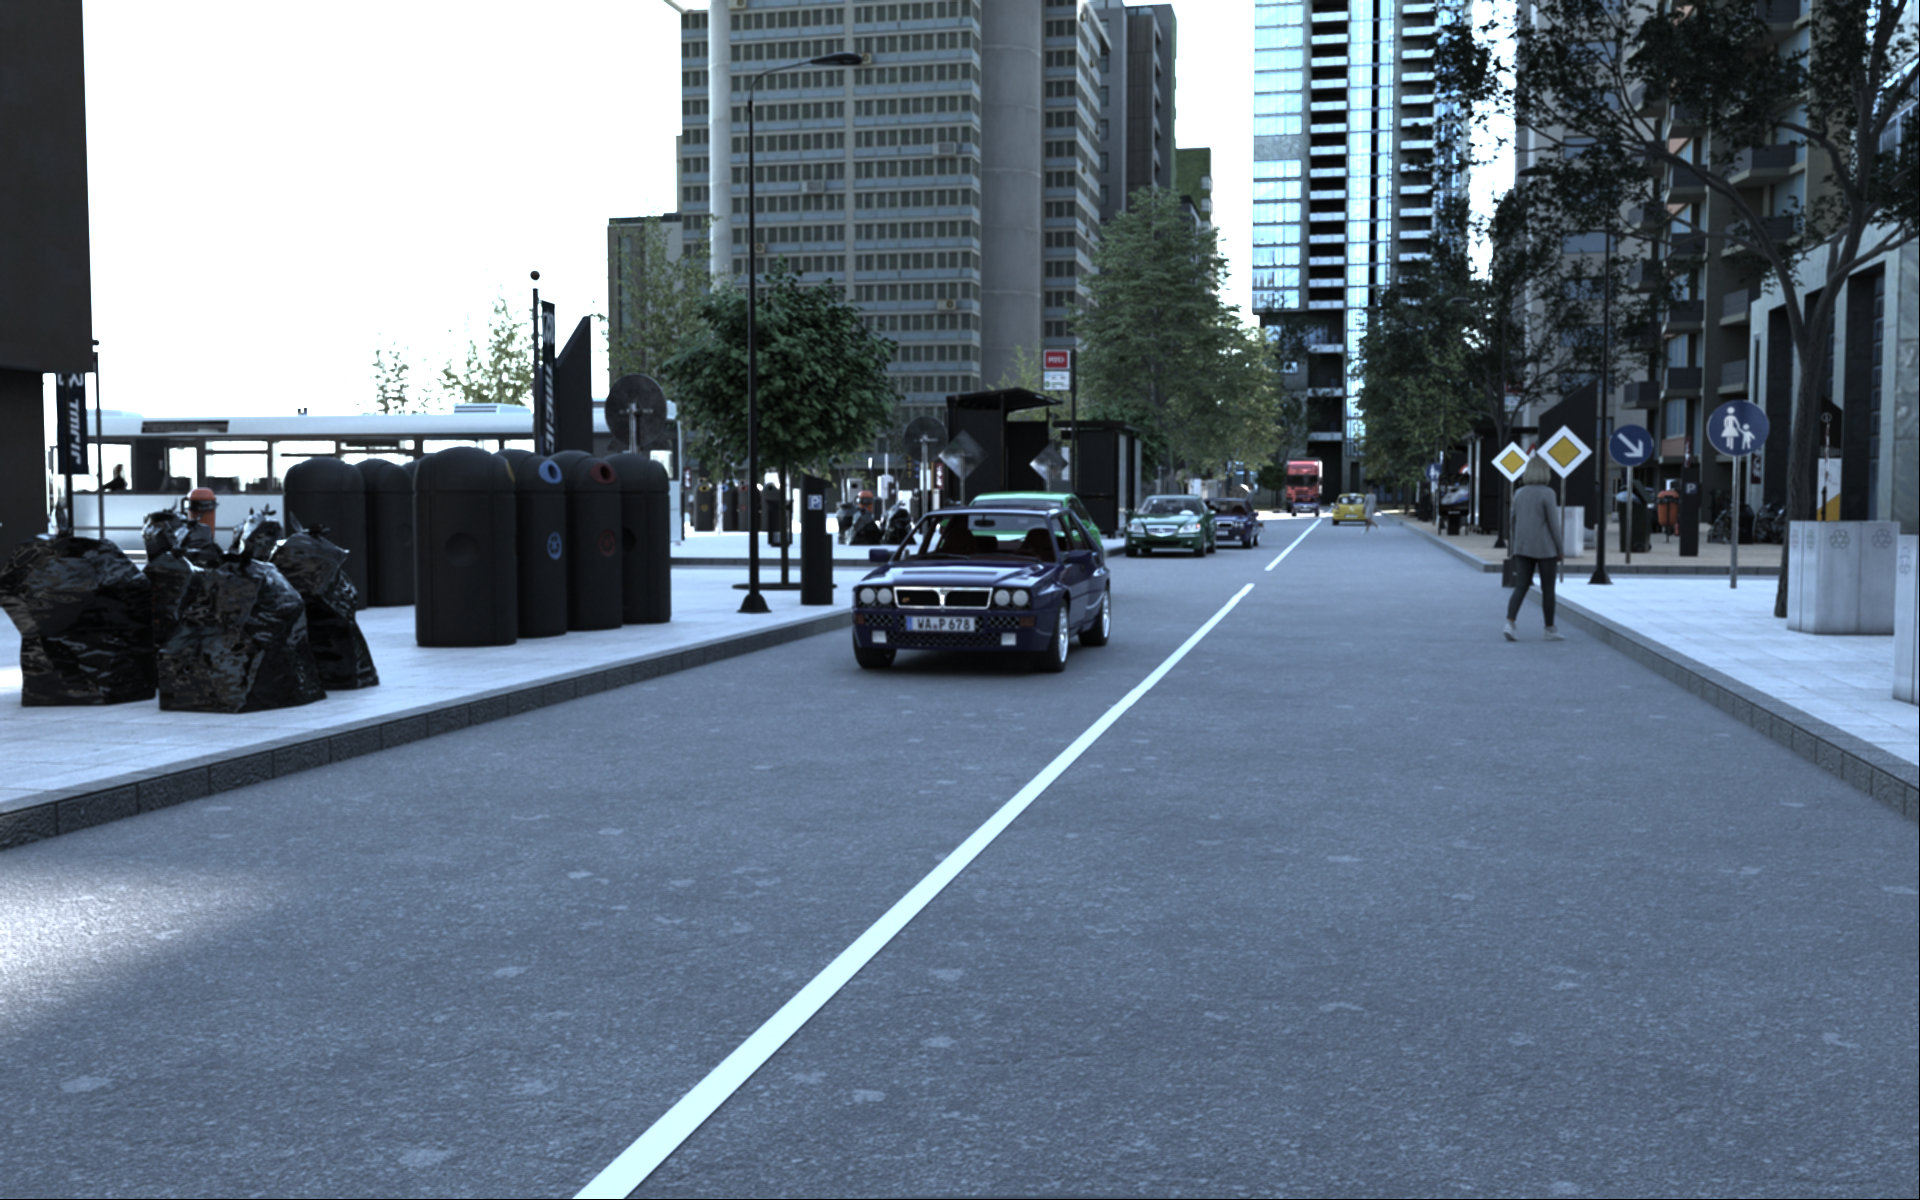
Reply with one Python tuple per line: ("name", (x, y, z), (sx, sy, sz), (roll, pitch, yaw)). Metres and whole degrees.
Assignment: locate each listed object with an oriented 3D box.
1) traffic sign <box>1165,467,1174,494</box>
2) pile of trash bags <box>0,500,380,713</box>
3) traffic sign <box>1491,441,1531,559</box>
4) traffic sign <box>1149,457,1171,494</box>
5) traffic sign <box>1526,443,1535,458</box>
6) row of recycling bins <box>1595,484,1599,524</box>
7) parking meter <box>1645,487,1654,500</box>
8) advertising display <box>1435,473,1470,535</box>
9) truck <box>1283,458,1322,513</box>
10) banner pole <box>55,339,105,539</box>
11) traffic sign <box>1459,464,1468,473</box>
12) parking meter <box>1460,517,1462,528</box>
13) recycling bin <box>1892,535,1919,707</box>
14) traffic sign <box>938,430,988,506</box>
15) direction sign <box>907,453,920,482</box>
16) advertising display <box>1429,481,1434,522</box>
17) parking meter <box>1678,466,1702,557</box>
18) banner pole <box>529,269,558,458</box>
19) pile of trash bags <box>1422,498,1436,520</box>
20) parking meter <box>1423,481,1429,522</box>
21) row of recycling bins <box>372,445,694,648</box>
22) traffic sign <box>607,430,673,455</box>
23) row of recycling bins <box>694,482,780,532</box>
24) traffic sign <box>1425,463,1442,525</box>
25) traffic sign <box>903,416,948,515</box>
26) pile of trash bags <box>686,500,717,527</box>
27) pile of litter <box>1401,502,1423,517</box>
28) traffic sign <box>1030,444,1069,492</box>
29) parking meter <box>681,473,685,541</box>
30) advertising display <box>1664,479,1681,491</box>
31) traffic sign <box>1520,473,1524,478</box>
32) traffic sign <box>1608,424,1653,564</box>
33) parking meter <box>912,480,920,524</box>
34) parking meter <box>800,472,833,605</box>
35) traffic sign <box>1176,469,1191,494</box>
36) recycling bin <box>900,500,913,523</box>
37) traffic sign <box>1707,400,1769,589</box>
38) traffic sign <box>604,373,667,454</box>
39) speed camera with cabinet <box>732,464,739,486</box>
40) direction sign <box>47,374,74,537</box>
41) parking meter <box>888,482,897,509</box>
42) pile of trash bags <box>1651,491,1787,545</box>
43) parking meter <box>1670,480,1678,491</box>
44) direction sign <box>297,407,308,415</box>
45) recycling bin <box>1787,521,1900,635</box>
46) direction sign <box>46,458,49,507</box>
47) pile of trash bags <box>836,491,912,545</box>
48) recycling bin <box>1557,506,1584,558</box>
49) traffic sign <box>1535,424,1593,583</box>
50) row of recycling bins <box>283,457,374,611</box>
("traffic sign", (8.789, -4.542, 74.359), (0.768, 2.556, 0.104), (1, 4, 20))
("pile of trash bags", (-5.526, -0.096, 11.317), (3.447, 1.369, 1.912), (1, 4, 17))
("traffic sign", (10.461, -1.786, 32.844), (0.795, 2.450, 0.064), (1, 4, 13))
("traffic sign", (6.835, -3.617, 59.251), (0.768, 2.556, 0.104), (1, 4, 18))
("traffic sign", (14.596, -2.702, 44.174), (0.884, 2.594, 0.081), (1, 4, 19))
("row of recycling bins", (25.952, -4.112, 74.342), (3.534, 1.692, 1.069), (0, 4, -6))
("parking meter", (26.321, -3.534, 66.186), (0.372, 1.533, 0.369), (0, 3, 0))
("advertising display", (15.352, -2.975, 53.851), (0.974, 1.923, 0.123), (0, 4, -3))
("truck", (26.879, -8.954, 135.315), (2.839, 4.237, 11.283), (1, 4, 13))
("banner pole", (-14.083, -2.314, 27.843), (0.863, 3.779, 0.401), (-3, 5, -39))
("traffic sign", (21.399, -4.451, 72.881), (0.768, 2.556, 0.104), (1, 4, 19))
("parking meter", (18.562, -3.607, 64.680), (0.399, 1.863, 0.255), (2, 4, 32))
("recycling bin", (6.161, 0.127, 10.472), (0.722, 1.027, 0.722), (0, 4, 8))
("traffic sign", (0.041, -1.429, 27.005), (0.795, 2.450, 0.064), (1, 4, 13))
("direction sign", (-2.504, -6.137, 92.343), (0.876, 3.537, 0.379), (3, 4, 38))
("advertising display", (21.817, -4.490, 78.619), (0.974, 1.923, 0.123), (0, 4, 2))
("parking meter", (15.036, -1.830, 35.629), (0.399, 1.863, 0.255), (1, 4, 22))
("banner pole", (-4.707, -1.812, 19.644), (0.401, 3.779, 0.863), (0, 4, 8))
("pile of trash bags", (24.375, -4.741, 87.275), (1.912, 1.369, 3.447), (2, 4, 25))
("parking meter", (21.412, -4.517, 79.570), (0.255, 1.863, 0.399), (1, 4, 19))
("row of recycling bins", (-3.818, -0.547, 16.060), (1.069, 1.692, 3.534), (1, 4, 19))
("traffic sign", (-3.956, -1.306, 21.353), (0.884, 2.594, 0.081), (1, 4, 15))
("row of recycling bins", (-7.548, -3.180, 59.112), (3.534, 1.692, 1.069), (2, 4, 25))
("traffic sign", (19.356, -4.315, 70.651), (0.768, 2.556, 0.104), (1, 4, 13))
("traffic sign", (-0.571, -1.719, 28.208), (0.768, 2.556, 0.104), (1, 4, 17))
("pile of trash bags", (-10.264, -3.611, 68.790), (3.447, 1.369, 1.912), (2, 4, 30))
("pile of litter", (25.286, -5.018, 96.009), (1.719, 0.858, 1.176), (1, 4, 12))
("traffic sign", (1.785, -1.906, 34.798), (0.795, 2.450, 0.064), (1, 4, 13))
("parking meter", (-7.729, -2.573, 47.776), (0.255, 1.863, 0.399), (-1, 4, -10))
("advertising display", (29.745, -4.089, 72.070), (0.974, 1.923, 0.123), (-1, 4, -11))
("traffic sign", (20.044, -3.829, 62.714), (0.768, 2.556, 0.104), (1, 4, 22))
("traffic sign", (12.299, -1.939, 31.814), (0.768, 2.556, 0.104), (1, 4, 22))
("parking meter", (-1.776, -4.049, 71.905), (0.399, 1.863, 0.255), (2, 4, 25))
("parking meter", (-1.663, -0.714, 20.080), (0.372, 1.533, 0.369), (0, 3, 0))
("traffic sign", (11.209, -5.322, 87.116), (0.768, 2.556, 0.104), (1, 4, 18))
("recycling bin", (-2.365, -4.017, 78.238), (0.722, 1.027, 0.722), (0, 4, -2))
("traffic sign", (10.514, -1.429, 23.466), (0.768, 2.556, 0.104), (1, 4, 21))
("traffic sign", (-3.443, -1.114, 18.320), (0.768, 2.556, 0.104), (1, 4, 22))
("speed camera with cabinet", (-14.671, -6.872, 106.686), (2.038, 3.252, 0.660), (0, 4, 2))
("direction sign", (-11.600, -1.868, 22.538), (0.379, 3.537, 0.876), (-2, 4, -25))
("parking meter", (-3.258, -4.756, 83.471), (0.399, 1.863, 0.255), (-2, 4, -27))
("pile of trash bags", (19.896, -2.154, 44.963), (3.447, 1.369, 1.912), (1, 4, 20))
("parking meter", (28.692, -3.902, 69.512), (0.399, 1.863, 0.255), (-2, 4, -30))
("direction sign", (-17.116, -3.252, 45.175), (0.379, 3.537, 0.876), (-3, 4, -37))
("recycling bin", (8.174, -0.214, 16.051), (0.722, 1.027, 0.722), (0, 4, 4))
("direction sign", (-43.172, -5.507, 82.033), (0.876, 3.537, 0.379), (-1, 4, -18))
("pile of trash bags", (-2.276, -2.147, 44.858), (1.912, 1.369, 3.447), (-1, 4, -11))
("recycling bin", (12.173, -1.374, 35.019), (0.722, 1.027, 0.722), (2, 4, 31))
("traffic sign", (8.717, -1.309, 25.051), (0.795, 2.450, 0.064), (1, 4, 13))
("row of recycling bins", (-6.623, -0.815, 20.436), (1.069, 1.692, 3.534), (1, 4, 15))
